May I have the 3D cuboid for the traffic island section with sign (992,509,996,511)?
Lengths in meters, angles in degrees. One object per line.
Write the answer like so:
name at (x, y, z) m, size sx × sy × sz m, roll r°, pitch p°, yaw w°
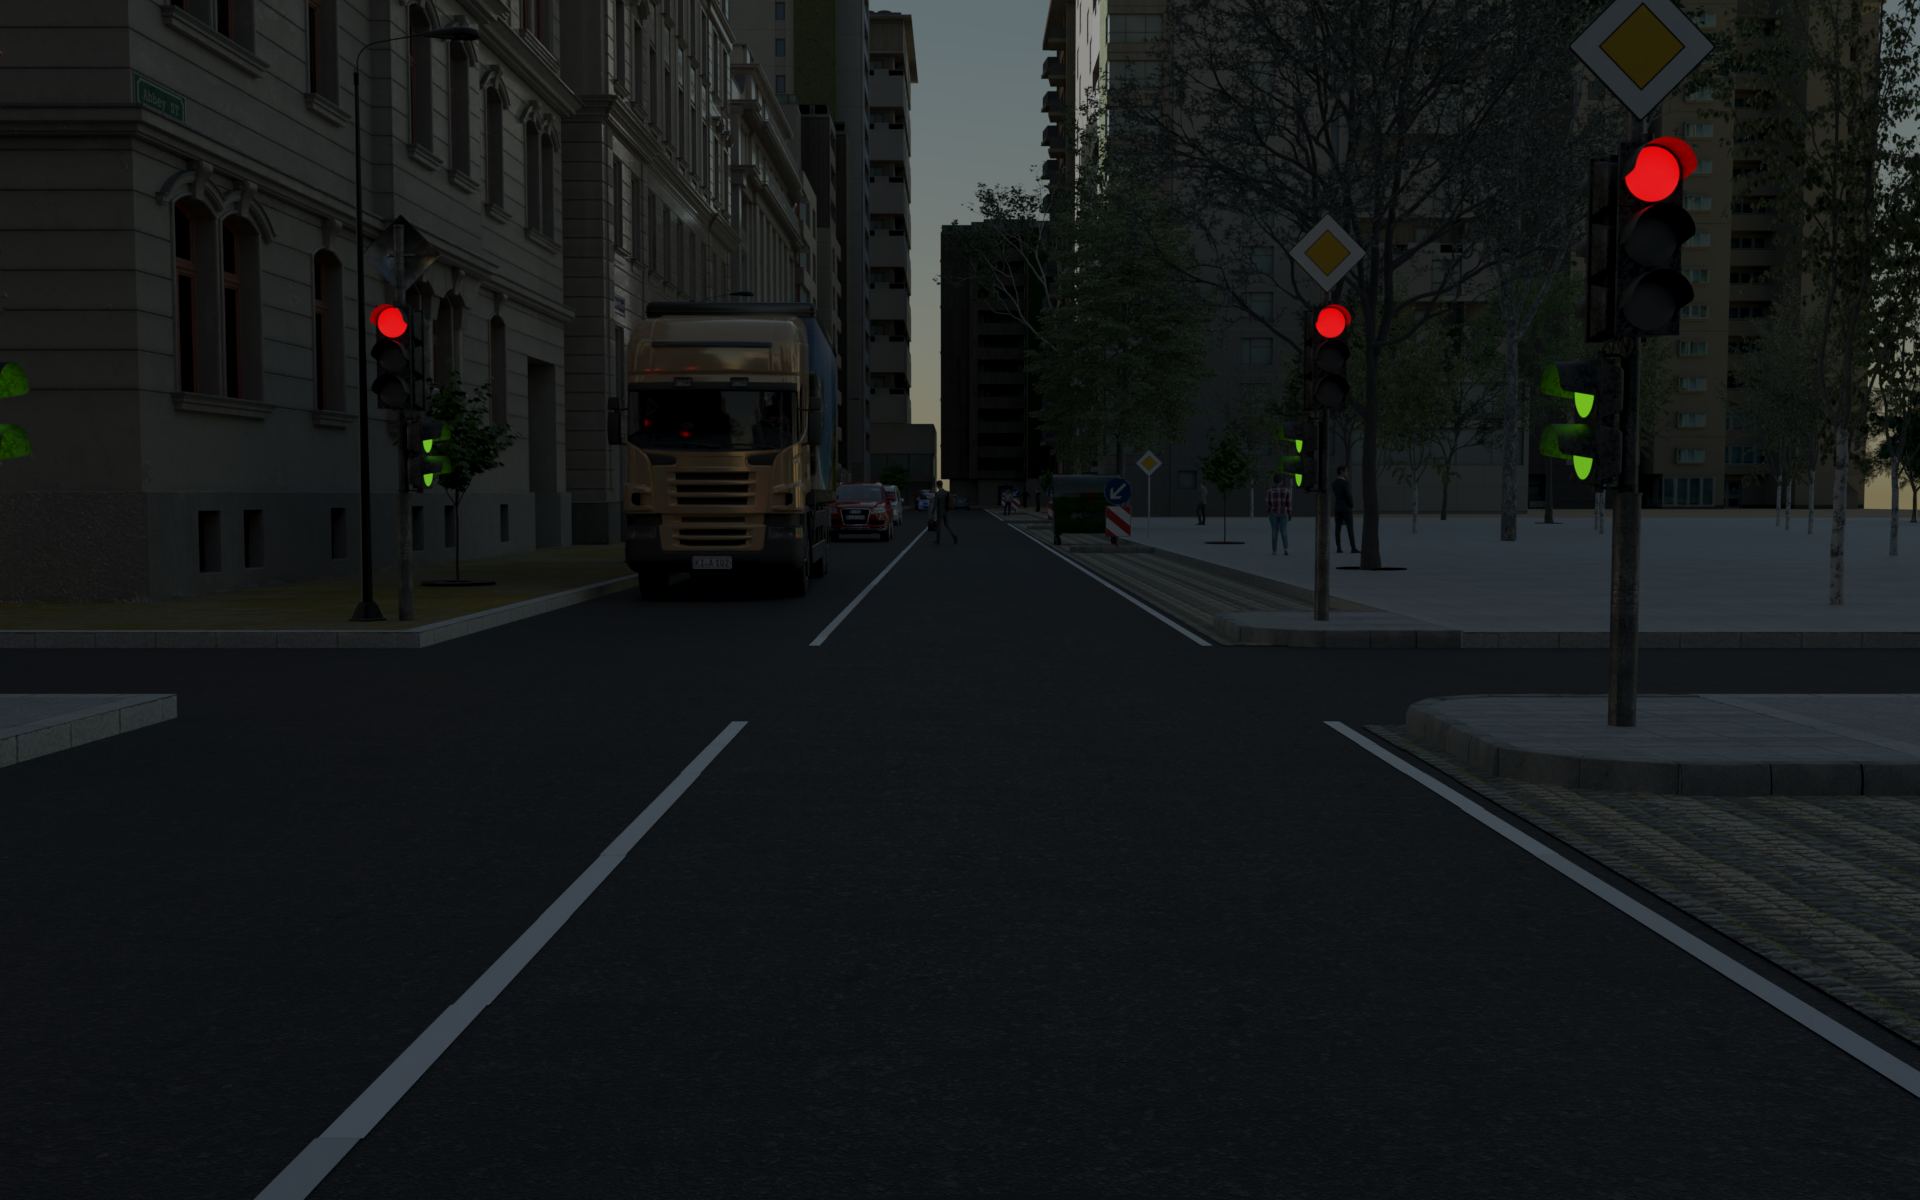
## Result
traffic island section with sign at (3.697, -8.446, 146.724) m, size 1.989 × 1.847 × 2.006 m, roll 0°, pitch 3°, yaw 0°

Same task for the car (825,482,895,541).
car at (-3.143, -2.773, 54.018) m, size 2.281 × 1.827 × 5.304 m, roll 0°, pitch 4°, yaw -1°

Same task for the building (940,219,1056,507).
building at (4.840, -25.261, 184.713) m, size 14.107 × 30.474 × 14.160 m, roll 0°, pitch 3°, yaw 0°

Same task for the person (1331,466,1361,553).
person at (8.393, -1.976, 37.713) m, size 0.474 × 1.900 × 0.648 m, roll -3°, pitch 4°, yaw -37°

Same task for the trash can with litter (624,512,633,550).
trash can with litter at (-6.030, -1.305, 32.724) m, size 0.624 × 1.170 × 1.055 m, roll -1°, pitch 4°, yaw -8°

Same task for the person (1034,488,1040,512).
person at (5.603, -7.235, 125.134) m, size 0.445 × 1.727 × 0.742 m, roll 0°, pitch 4°, yaw 8°

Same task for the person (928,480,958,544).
person at (-0.494, -2.517, 49.624) m, size 0.822 × 1.834 × 0.622 m, roll 3°, pitch 5°, yaw 43°

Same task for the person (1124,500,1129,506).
person at (7.521, -4.529, 80.189) m, size 0.694 × 1.812 × 0.767 m, roll -1°, pitch 4°, yaw -14°

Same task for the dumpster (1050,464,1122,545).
dumpster at (3.520, -2.663, 48.499) m, size 1.985 × 2.255 × 1.502 m, roll 0°, pitch 4°, yaw 0°

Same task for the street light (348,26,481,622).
street light at (-5.461, -2.741, 17.361) m, size 1.470 × 5.913 × 1.316 m, roll 0°, pitch 3°, yaw 0°

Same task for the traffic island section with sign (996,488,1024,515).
traffic island section with sign at (3.703, -6.789, 119.631) m, size 1.989 × 1.847 × 2.006 m, roll 0°, pitch 3°, yaw 0°

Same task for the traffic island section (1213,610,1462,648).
traffic island section at (3.696, 0.286, 17.600) m, size 2.009 × 0.180 × 2.903 m, roll 0°, pitch 3°, yaw 0°

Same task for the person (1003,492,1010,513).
person at (3.188, -6.551, 117.078) m, size 0.593 × 1.643 × 0.415 m, roll -3°, pitch 4°, yaw -38°

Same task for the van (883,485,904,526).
van at (-3.580, -4.471, 80.111) m, size 2.013 × 2.044 × 4.112 m, roll 0°, pitch 4°, yaw 1°

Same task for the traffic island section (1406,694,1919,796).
traffic island section at (3.696, 0.775, 9.615) m, size 2.009 × 0.180 × 2.903 m, roll 0°, pitch 3°, yaw 0°

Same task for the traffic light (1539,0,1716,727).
traffic light at (3.656, -1.259, 9.501) m, size 0.839 × 4.253 × 0.868 m, roll 0°, pitch 3°, yaw 0°

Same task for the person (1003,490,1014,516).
person at (3.131, -6.357, 113.369) m, size 0.436 × 1.711 × 0.756 m, roll -3°, pitch 5°, yaw -42°

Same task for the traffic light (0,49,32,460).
traffic light at (-5.605, -1.258, 9.485) m, size 0.839 × 4.253 × 0.868 m, roll 0°, pitch 3°, yaw 0°

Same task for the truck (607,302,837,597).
truck at (-3.413, -2.366, 27.605) m, size 2.839 × 4.237 × 11.283 m, roll 0°, pitch 4°, yaw -2°

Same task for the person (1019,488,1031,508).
person at (5.810, -9.131, 154.969) m, size 1.348 × 1.869 × 0.705 m, roll -2°, pitch 4°, yaw -35°

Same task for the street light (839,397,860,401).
street light at (-5.484, -6.778, 83.360) m, size 1.470 × 5.913 × 1.316 m, roll 0°, pitch 3°, yaw 0°

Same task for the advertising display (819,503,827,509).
advertising display at (-5.886, -4.254, 74.774) m, size 0.974 × 1.923 × 0.123 m, roll 1°, pitch 4°, yaw 11°

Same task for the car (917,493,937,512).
car at (-2.550, -8.144, 142.751) m, size 1.945 × 1.707 × 3.694 m, roll 0°, pitch 4°, yaw 1°

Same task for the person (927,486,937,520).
person at (-1.094, -3.884, 72.581) m, size 0.524 × 1.755 × 0.480 m, roll 2°, pitch 4°, yaw 30°

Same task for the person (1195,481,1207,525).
person at (9.962, -3.993, 71.511) m, size 0.473 × 1.802 × 0.592 m, roll 3°, pitch 5°, yaw 40°

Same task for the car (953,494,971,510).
car at (0.021, -8.758, 155.192) m, size 2.014 × 1.417 × 4.499 m, roll 0°, pitch 4°, yaw 1°

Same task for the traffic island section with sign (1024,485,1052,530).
traffic island section with sign at (3.700, -3.750, 69.939) m, size 1.989 × 1.847 × 2.006 m, roll 0°, pitch 3°, yaw 0°

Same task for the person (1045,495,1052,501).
person at (7.310, -7.895, 135.087) m, size 1.348 × 1.831 × 0.705 m, roll 1°, pitch 4°, yaw 13°

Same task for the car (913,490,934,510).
car at (-3.168, -9.194, 159.000) m, size 2.281 × 1.827 × 5.304 m, roll 0°, pitch 4°, yaw -1°

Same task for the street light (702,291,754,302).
street light at (-5.402, -4.111, 39.750) m, size 1.470 × 5.913 × 1.316 m, roll 0°, pitch 3°, yaw 0°

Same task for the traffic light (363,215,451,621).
traffic light at (-5.605, -1.746, 17.470) m, size 0.839 × 4.253 × 0.868 m, roll 0°, pitch 3°, yaw 0°

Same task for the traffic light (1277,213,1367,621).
traffic light at (3.656, -1.747, 17.486) m, size 0.839 × 4.253 × 0.868 m, roll 0°, pitch 3°, yaw 0°

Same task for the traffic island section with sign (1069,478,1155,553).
traffic island section with sign at (3.705, -2.076, 42.578) m, size 1.989 × 1.847 × 2.006 m, roll 0°, pitch 3°, yaw 0°

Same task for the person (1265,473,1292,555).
person at (6.704, -1.810, 36.469) m, size 0.563 × 1.720 × 0.643 m, roll 1°, pitch 4°, yaw 10°
